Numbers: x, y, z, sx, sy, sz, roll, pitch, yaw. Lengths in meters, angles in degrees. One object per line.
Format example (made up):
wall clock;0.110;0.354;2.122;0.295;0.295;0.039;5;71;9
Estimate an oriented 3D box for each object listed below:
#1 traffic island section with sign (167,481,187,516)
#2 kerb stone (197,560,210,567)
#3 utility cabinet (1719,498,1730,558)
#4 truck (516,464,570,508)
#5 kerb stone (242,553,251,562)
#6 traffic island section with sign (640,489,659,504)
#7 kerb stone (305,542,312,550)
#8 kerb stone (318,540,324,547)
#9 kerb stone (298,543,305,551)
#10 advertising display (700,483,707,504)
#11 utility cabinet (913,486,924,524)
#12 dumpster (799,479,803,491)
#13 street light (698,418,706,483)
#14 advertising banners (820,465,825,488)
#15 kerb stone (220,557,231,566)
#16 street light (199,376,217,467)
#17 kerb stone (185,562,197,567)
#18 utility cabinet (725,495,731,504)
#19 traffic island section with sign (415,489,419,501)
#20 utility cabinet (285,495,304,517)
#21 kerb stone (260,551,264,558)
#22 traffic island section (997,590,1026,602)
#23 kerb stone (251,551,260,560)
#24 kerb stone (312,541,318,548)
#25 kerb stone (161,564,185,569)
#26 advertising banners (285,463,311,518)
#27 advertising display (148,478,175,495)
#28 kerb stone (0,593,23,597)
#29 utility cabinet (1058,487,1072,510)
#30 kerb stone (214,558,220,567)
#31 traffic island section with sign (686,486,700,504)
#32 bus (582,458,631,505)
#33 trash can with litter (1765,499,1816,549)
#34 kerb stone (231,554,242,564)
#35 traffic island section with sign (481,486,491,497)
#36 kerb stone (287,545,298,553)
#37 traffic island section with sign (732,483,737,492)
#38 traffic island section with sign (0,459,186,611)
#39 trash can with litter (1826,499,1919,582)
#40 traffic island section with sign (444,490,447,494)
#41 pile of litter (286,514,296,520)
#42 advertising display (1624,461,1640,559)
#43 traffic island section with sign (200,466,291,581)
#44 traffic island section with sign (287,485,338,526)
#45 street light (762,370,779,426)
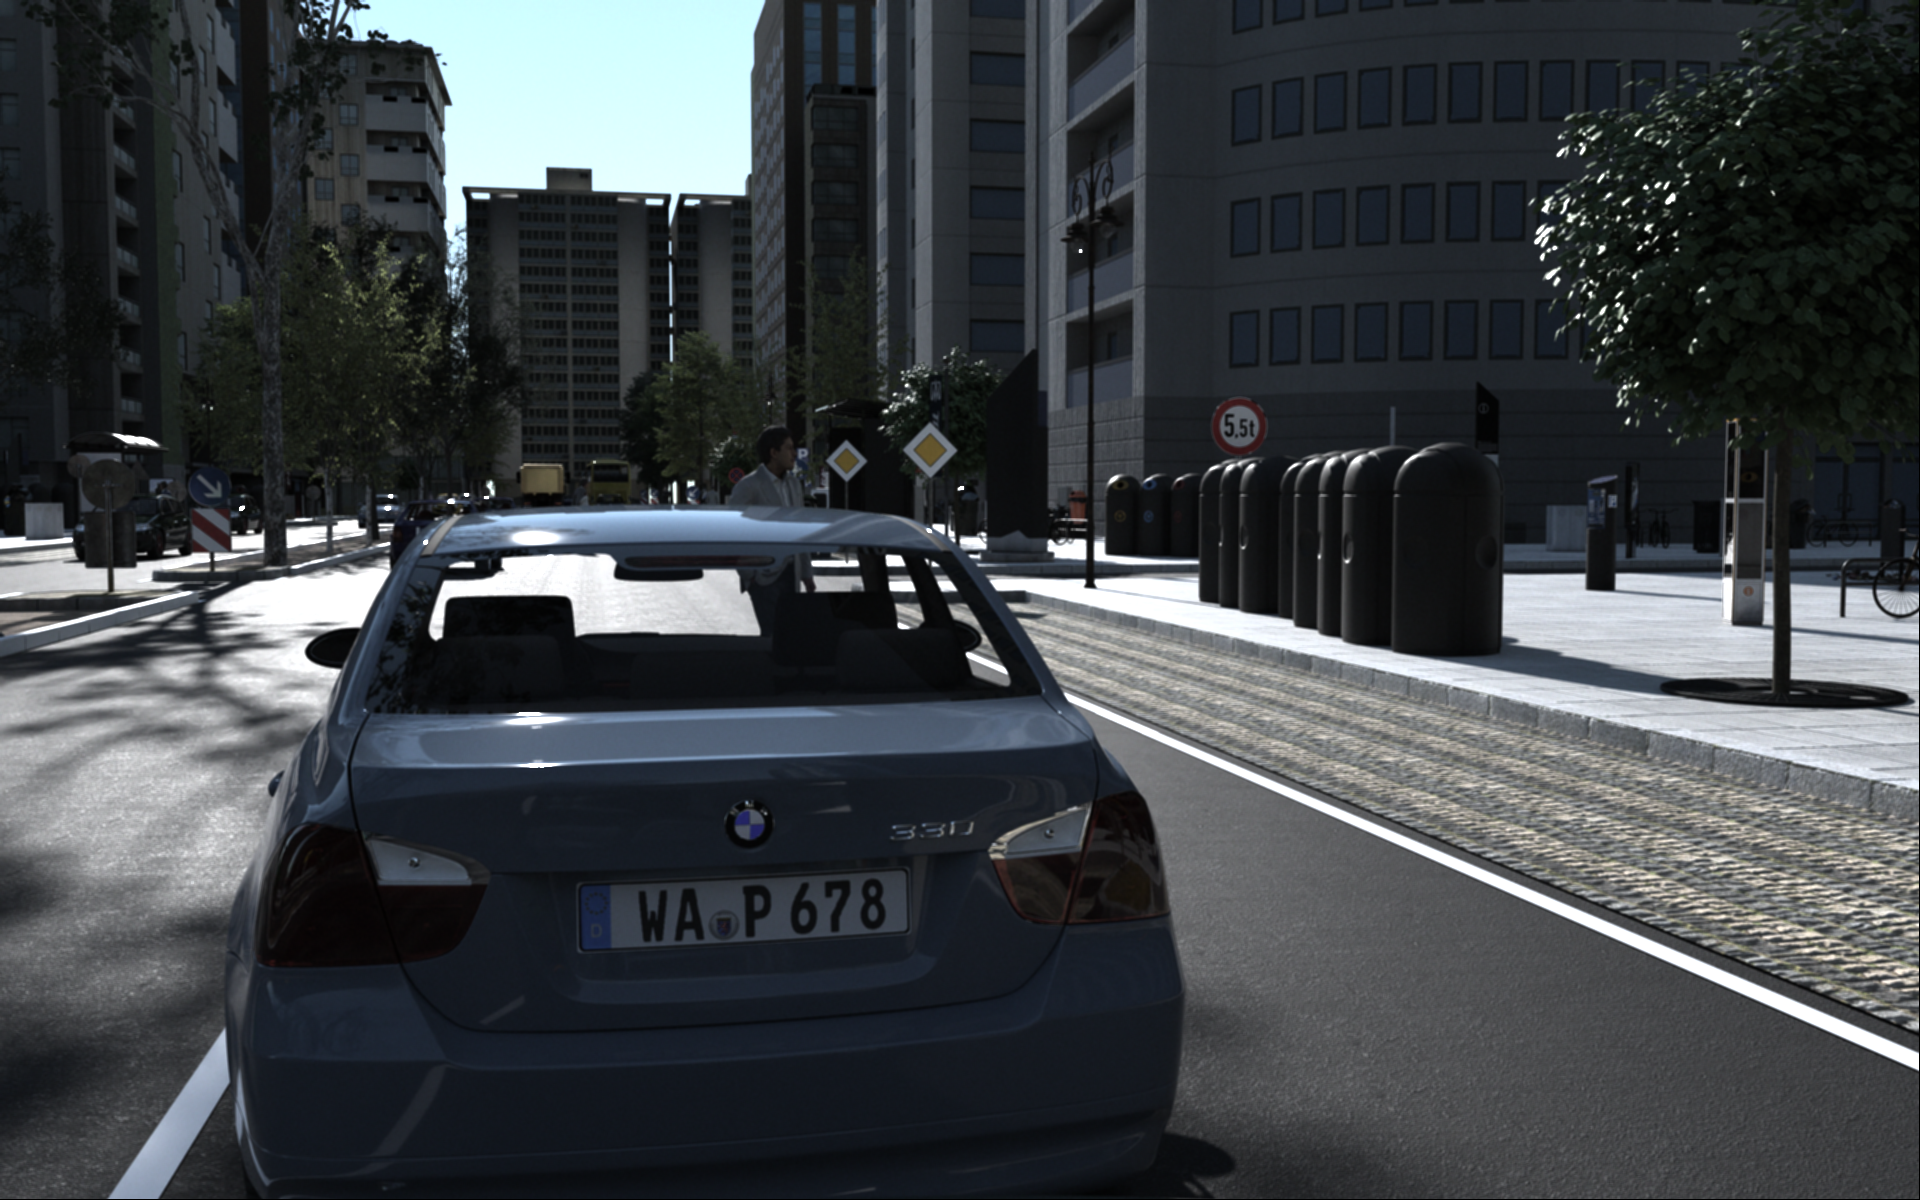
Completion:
traffic island section with sign;-23.805;-2.680;52.449;1.989;1.847;2.006;-1;4;-12
kerb stone;-14.288;-0.628;32.469;0.120;0.150;1.000;-1;4;-12
utility cabinet;15.778;-1.478;35.332;0.306;1.237;1.020;3;4;38
truck;-26.772;-7.052;111.224;3.469;3.379;9.791;-1;4;-13
kerb stone;-15.153;-0.873;36.466;0.120;0.150;1.000;-1;4;-12
traffic island section with sign;-23.306;-7.511;131.433;1.989;1.847;2.006;-1;4;-12
kerb stone;-16.856;-1.363;44.473;0.120;0.150;1.000;-1;4;-12
kerb stone;-17.287;-1.486;46.485;0.120;0.150;1.000;-1;4;-12
kerb stone;-16.641;-1.301;43.474;0.120;0.150;1.000;-1;4;-12
advertising display;-15.365;-6.020;103.643;0.123;1.923;0.974;1;4;10
utility cabinet;-1.307;-2.318;46.573;0.318;1.500;1.173;-2;4;-24
dumpster;-6.943;-4.324;73.196;1.502;2.255;1.985;-1;4;-12
street light;-15.740;-8.108;105.357;0.468;5.910;1.993;-1;4;-12
advertising banners;-8.693;-6.431;101.329;2.074;3.025;0.090;1;4;14
kerb stone;-14.721;-0.747;34.467;0.120;0.150;1.000;-1;4;-12
street light;-29.544;-5.834;68.168;0.468;5.910;1.993;-1;4;-12
kerb stone;-14.083;-0.567;31.467;0.120;0.150;1.000;-1;4;-12
utility cabinet;-12.345;-4.975;92.502;0.306;1.237;1.020;-1;4;-15
traffic island section with sign;-39.922;-7.300;127.981;1.989;1.847;2.006;-1;4;-12
utility cabinet;-37.018;-5.206;96.277;1.020;1.237;0.306;0;4;1
kerb stone;-15.574;-0.995;38.469;0.120;0.150;1.000;-1;4;-12
traffic island section;-0.397;-0.111;24.101;2.009;0.180;2.903;-1;4;-12
kerb stone;-15.364;-0.934;37.466;0.120;0.150;1.000;-1;4;-12
kerb stone;-17.071;-1.424;45.481;0.120;0.150;1.000;-1;4;-12
kerb stone;-13.866;-0.505;30.468;0.120;0.150;1.000;-1;4;-12
advertising banners;-36.245;-6.036;94.879;2.074;3.025;0.090;2;4;28
advertising display;-31.536;-3.869;68.469;0.974;1.923;0.123;-1;4;-14
kerb stone;-12.049;0.017;21.919;0.120;0.150;1.000;-1;4;-12
utility cabinet;3.221;-2.729;53.298;0.318;1.500;1.173;1;4;11
kerb stone;-14.510;-0.689;33.467;0.120;0.150;1.000;-1;4;-12
traffic island section with sign;-12.828;-4.508;82.334;1.989;1.847;2.006;-1;4;-12
bus;-24.124;-7.753;118.306;2.896;3.916;12.252;-1;4;-14
trash can with litter;19.337;-1.776;40.428;1.055;1.170;0.624;-1;4;-12
kerb stone;-14.930;-0.804;35.469;0.120;0.150;1.000;-1;4;-12
traffic island section with sign;-28.244;-5.791;102.823;2.006;1.907;1.989;-1;4;-12
kerb stone;-16.432;-1.238;42.468;0.120;0.150;1.000;-1;4;-12
traffic island section with sign;-7.204;-2.896;55.969;1.989;1.847;2.006;-1;4;-12
traffic island section with sign;-11.013;-0.853;22.089;2.006;1.907;1.989;-1;4;-12
trash can with litter;13.851;-0.909;25.924;1.678;1.210;2.233;0;4;-1
traffic island section with sign;-45.542;-8.912;154.346;1.989;1.847;2.006;-1;4;-12
pile of litter;-33.645;-4.429;86.378;1.176;0.858;1.719;0;4;7
advertising display;13.444;-1.801;34.660;0.123;1.923;0.974;2;4;30
traffic island section with sign;-12.550;-1.297;29.335;2.006;1.907;1.989;-1;4;-12
traffic island section with sign;-29.442;-4.296;78.861;1.989;1.847;2.006;-1;4;-12
street light;-7.072;-5.624;64.736;0.468;5.910;1.993;-1;4;-12
